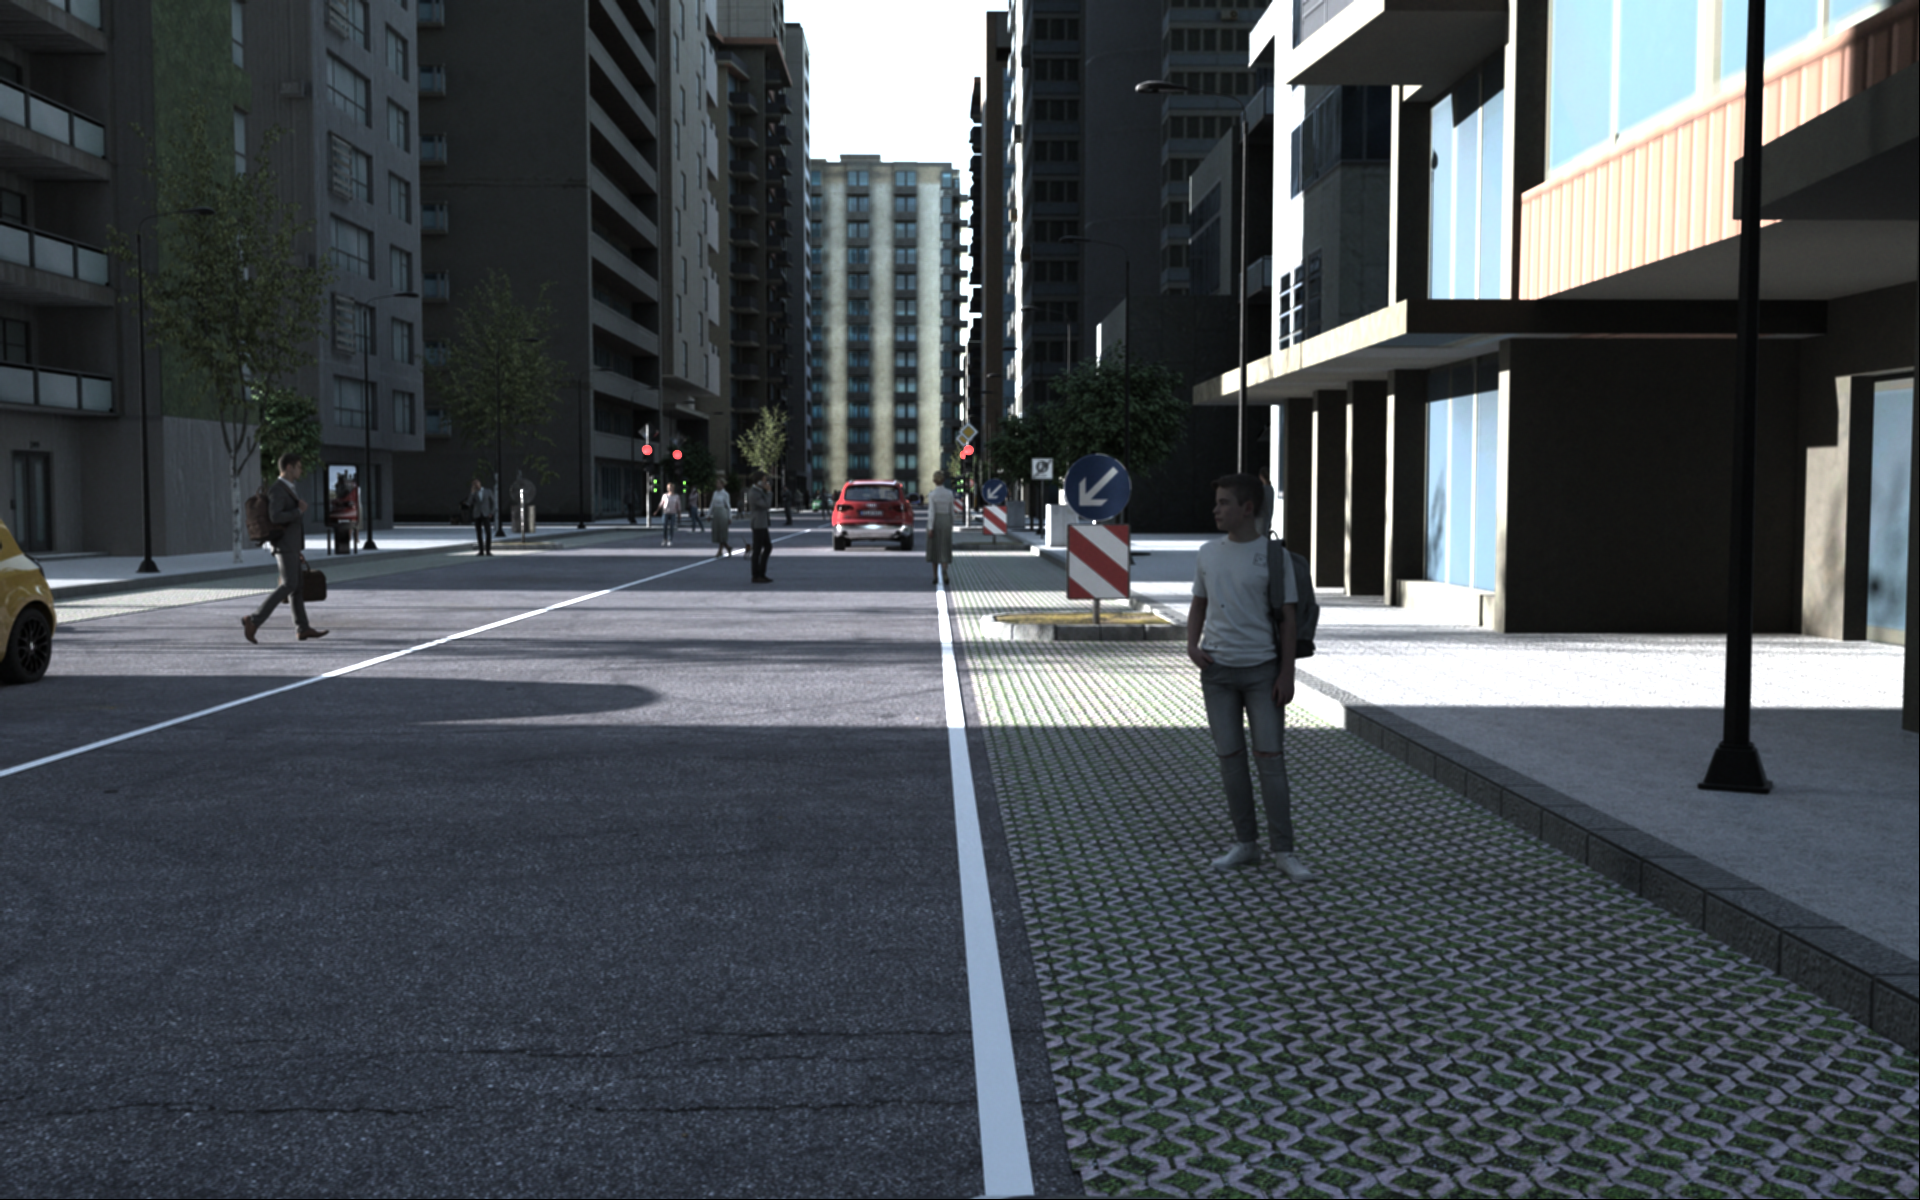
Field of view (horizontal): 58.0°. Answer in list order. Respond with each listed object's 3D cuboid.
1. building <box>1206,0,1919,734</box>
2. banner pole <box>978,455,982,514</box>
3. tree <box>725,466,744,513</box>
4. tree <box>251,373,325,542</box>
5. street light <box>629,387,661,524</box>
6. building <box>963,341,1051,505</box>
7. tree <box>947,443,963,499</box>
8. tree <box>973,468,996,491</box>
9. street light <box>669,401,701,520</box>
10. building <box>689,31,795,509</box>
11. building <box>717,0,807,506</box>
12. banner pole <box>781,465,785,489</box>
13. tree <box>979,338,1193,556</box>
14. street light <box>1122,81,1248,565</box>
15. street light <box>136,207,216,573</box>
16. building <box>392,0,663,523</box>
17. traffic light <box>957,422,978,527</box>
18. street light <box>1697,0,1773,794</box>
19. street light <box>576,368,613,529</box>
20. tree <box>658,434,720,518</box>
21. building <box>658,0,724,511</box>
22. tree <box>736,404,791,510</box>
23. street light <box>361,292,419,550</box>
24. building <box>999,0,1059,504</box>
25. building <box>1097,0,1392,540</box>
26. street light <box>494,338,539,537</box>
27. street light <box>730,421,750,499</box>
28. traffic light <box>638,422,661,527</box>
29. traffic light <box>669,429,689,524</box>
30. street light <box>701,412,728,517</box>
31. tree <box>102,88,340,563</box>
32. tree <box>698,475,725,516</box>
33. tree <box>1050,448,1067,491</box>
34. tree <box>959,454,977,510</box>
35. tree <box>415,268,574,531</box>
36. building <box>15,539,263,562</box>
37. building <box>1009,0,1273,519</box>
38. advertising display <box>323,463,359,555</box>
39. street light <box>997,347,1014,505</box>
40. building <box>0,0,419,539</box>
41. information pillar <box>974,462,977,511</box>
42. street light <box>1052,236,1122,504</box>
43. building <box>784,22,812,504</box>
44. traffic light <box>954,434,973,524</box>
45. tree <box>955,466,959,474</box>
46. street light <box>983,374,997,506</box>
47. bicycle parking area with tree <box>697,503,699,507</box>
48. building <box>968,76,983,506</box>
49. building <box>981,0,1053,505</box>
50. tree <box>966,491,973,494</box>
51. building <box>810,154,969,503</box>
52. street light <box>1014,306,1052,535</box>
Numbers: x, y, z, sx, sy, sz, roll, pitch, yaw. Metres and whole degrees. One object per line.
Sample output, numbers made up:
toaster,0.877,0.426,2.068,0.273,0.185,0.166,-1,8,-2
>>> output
building,14.680,-21.877,12.320,22.147,44.769,28.867,0,4,-1
banner pole,1.274,-7.393,110.887,0.401,3.779,0.863,-1,4,-19
tree,-15.717,-7.618,119.149,1.663,3.219,1.824,0,3,0
tree,-18.900,-3.888,47.283,4.285,4.588,4.351,0,3,0
street light,-13.627,-6.265,74.982,1.470,5.913,1.316,0,4,-1
building,14.409,-22.379,210.939,27.650,21.520,28.899,0,4,-1
tree,0.250,-16.977,227.942,4.737,8.622,4.395,0,3,0
tree,2.172,-7.419,115.909,1.663,3.219,1.824,0,3,0
street light,-13.921,-6.979,86.645,1.470,5.913,1.316,0,4,-1
building,-27.462,-31.178,164.385,22.147,44.769,28.867,0,4,-1
building,-27.379,-45.873,188.276,20.563,71.187,20.611,0,4,-1
banner pole,-15.252,-9.752,149.454,0.401,3.779,0.863,1,4,16
tree,3.244,-3.228,36.493,4.285,4.588,4.351,0,3,0
street light,2.681,-2.883,19.677,1.470,5.913,1.316,0,4,-1
street light,-12.747,-3.403,28.172,1.470,5.913,1.316,0,4,-1
building,-27.366,-28.307,86.522,21.300,48.544,21.600,0,4,-1
traffic light,0.311,-4.798,67.364,0.839,4.253,0.868,0,4,-1
street light,2.853,-2.132,7.400,1.470,5.913,1.316,0,4,-1
street light,-13.426,-5.579,63.752,1.470,5.913,1.316,0,4,-1
tree,-14.826,-6.796,94.824,4.285,4.588,4.351,0,3,0
building,-31.342,-32.390,118.815,28.713,52.752,27.495,0,4,-1
tree,-15.655,-11.623,140.400,4.737,8.622,4.395,0,3,0
street light,-13.130,-4.123,39.948,1.470,5.913,1.316,0,4,-1
building,15.117,-31.380,132.677,23.786,49.044,30.456,0,4,-1
building,16.685,-45.032,48.949,22.319,86.520,31.000,0,4,-1
street light,-13.207,-4.836,51.615,1.470,5.913,1.316,0,4,-1
street light,-14.287,-8.427,110.322,1.470,5.913,1.316,0,4,-1
traffic light,-12.048,-4.784,67.132,0.839,4.253,0.868,0,4,-1
traffic light,-12.188,-5.272,75.116,0.839,4.253,0.868,0,4,-1
street light,-14.113,-7.692,98.309,1.470,5.913,1.316,0,4,-1
tree,-13.396,-4.983,31.835,4.737,8.622,4.395,0,3,0
tree,-15.203,-6.603,102.556,1.663,3.219,1.824,0,3,0
tree,3.757,-3.811,56.905,1.663,3.219,1.824,0,3,0
tree,2.477,-4.685,60.308,4.285,4.588,4.351,0,3,0
tree,-14.334,-6.455,55.896,4.737,8.622,4.395,0,3,0
building,-23.299,-21.342,32.535,14.154,41.232,14.086,0,4,-1
building,15.053,-24.561,93.447,23.993,40.220,32.217,0,4,-1
advertising display,-13.110,-1.926,36.710,0.123,1.923,0.974,1,4,19
street light,2.016,-5.026,54.708,1.470,5.913,1.316,0,4,-1
building,-26.655,-22.952,58.853,14.086,41.232,14.154,0,4,-1
information pillar,1.189,-8.352,127.906,0.183,3.616,0.504,-1,4,-17
street light,2.486,-3.599,31.381,1.470,5.913,1.316,0,4,-1
building,-32.728,-41.078,213.621,28.212,58.520,21.231,0,4,-1
traffic light,0.171,-5.286,75.348,0.839,4.253,0.868,0,4,-1
tree,1.278,-9.759,143.273,4.285,4.588,4.351,0,3,0
street light,1.766,-5.784,67.110,1.470,5.913,1.316,0,4,-1
bicycle parking area with tree,-26.005,-9.746,146.350,9.016,4.147,8.231,0,4,8
building,12.053,-32.188,180.901,22.147,44.769,28.867,0,4,-1
building,9.042,-31.145,159.335,14.600,45.320,14.200,0,4,-1
tree,0.683,-9.915,156.708,1.663,3.219,1.824,0,3,0
building,-14.104,-38.336,246.404,30.456,49.044,23.786,0,4,-1
street light,2.172,-4.312,43.043,1.470,5.913,1.316,0,4,-1
